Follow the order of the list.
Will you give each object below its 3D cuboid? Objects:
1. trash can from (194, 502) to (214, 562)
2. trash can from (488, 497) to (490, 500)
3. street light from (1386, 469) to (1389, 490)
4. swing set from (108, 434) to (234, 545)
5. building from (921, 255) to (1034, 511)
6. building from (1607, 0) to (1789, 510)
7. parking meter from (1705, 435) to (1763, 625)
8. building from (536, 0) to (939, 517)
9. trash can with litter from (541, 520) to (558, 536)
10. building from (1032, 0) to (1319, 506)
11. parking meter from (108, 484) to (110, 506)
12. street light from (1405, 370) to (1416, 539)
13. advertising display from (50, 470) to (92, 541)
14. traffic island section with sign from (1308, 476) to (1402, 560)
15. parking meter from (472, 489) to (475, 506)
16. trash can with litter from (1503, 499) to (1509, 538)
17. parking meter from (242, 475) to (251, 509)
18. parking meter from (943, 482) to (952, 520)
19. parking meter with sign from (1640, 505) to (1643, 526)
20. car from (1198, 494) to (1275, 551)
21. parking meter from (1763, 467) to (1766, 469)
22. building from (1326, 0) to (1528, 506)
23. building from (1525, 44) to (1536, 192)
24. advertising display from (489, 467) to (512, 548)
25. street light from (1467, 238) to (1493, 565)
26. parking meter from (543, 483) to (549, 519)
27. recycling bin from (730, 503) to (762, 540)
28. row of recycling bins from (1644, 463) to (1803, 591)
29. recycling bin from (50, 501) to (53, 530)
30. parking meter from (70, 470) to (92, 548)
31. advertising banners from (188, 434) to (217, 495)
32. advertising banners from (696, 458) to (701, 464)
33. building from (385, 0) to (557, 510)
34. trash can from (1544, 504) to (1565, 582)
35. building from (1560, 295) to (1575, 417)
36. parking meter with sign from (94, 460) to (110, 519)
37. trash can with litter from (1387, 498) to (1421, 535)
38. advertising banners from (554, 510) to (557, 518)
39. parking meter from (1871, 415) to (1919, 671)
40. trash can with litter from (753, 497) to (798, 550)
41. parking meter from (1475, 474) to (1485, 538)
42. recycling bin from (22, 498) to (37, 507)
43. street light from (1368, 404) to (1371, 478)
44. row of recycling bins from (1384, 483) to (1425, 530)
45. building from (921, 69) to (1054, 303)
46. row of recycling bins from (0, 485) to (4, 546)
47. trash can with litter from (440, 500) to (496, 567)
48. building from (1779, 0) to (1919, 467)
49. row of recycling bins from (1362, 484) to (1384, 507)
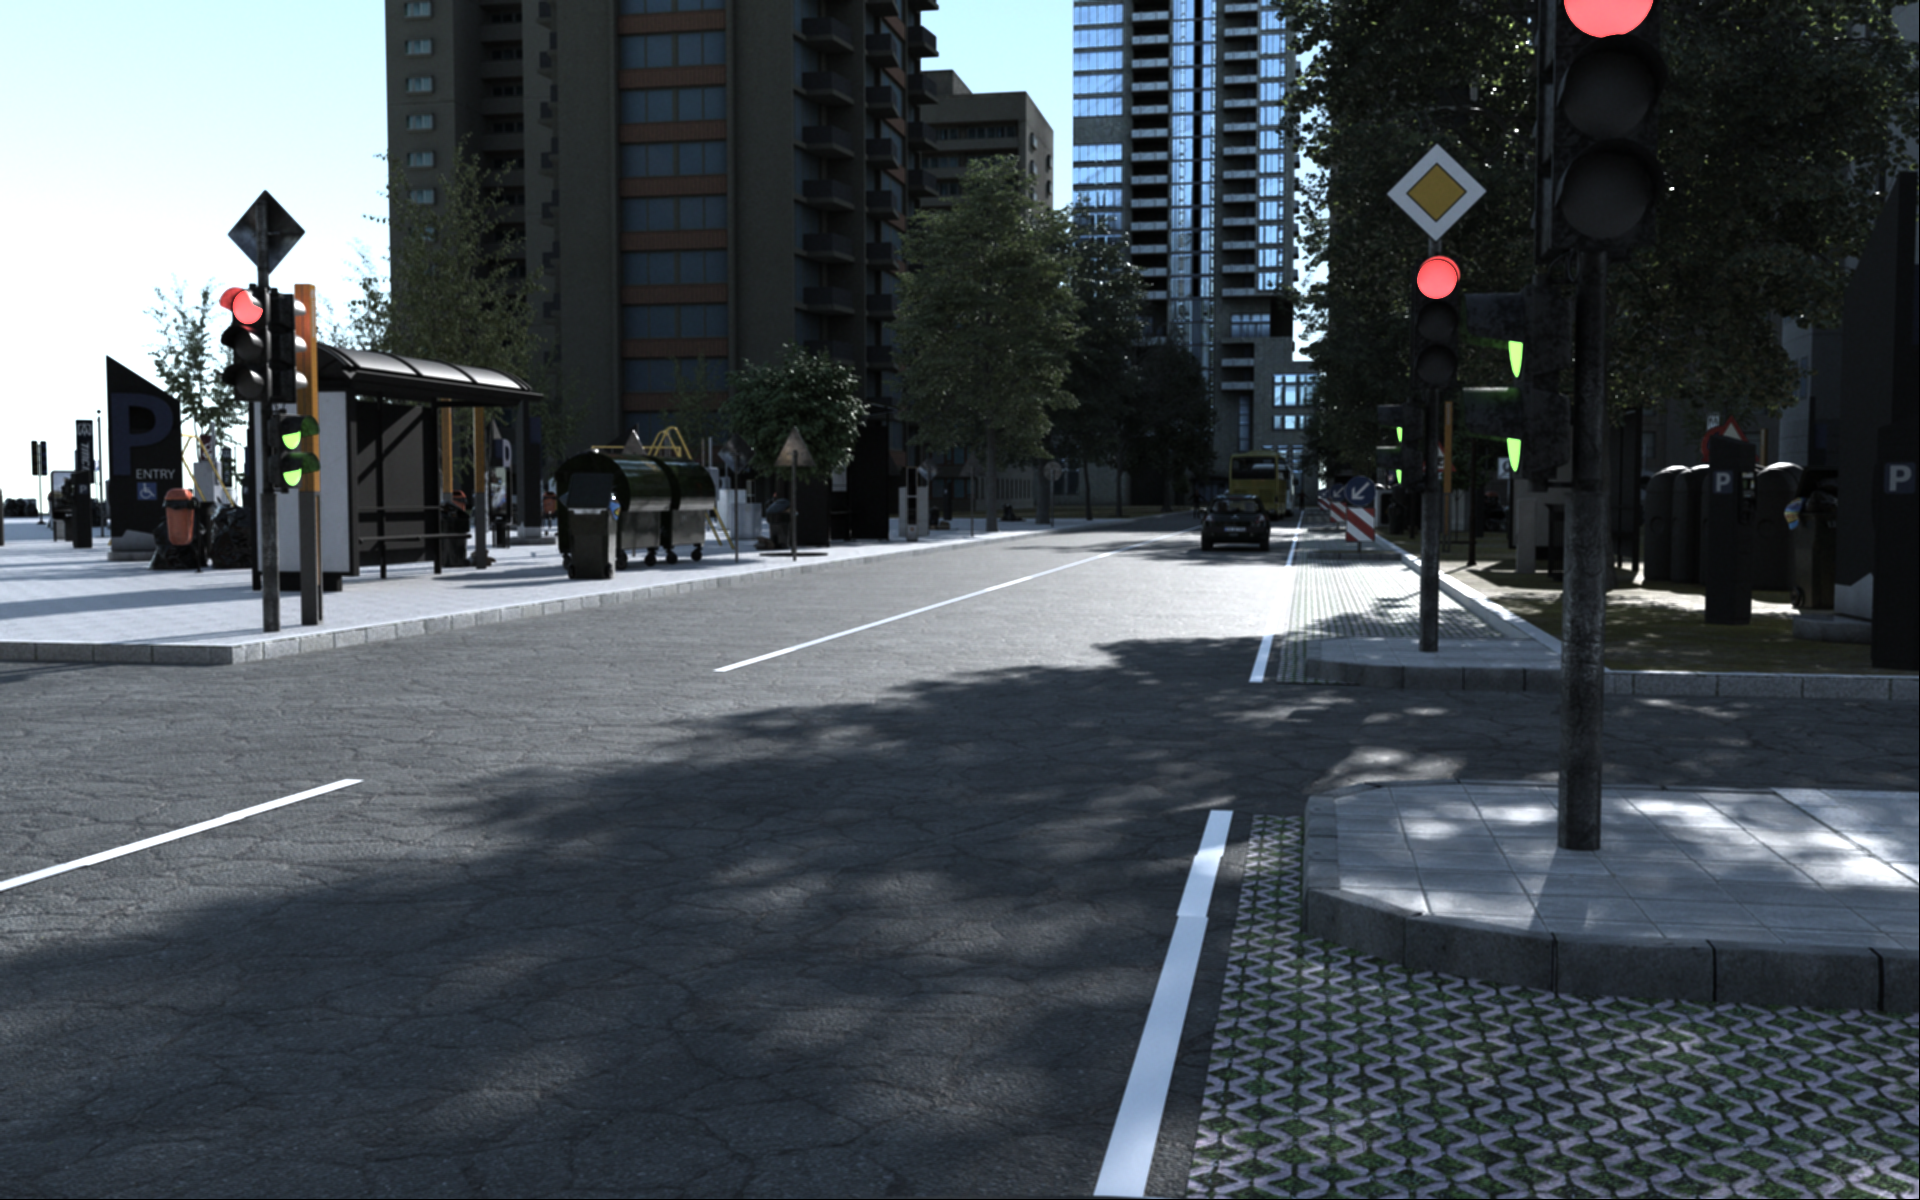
[{"bbox_3d":[-14.443,-1.285,32.664,0.748,1.137,0.748,0,3,0],"label":"trash can"},{"bbox_3d":[-21.544,-4.139,79.327,0.748,1.137,0.748,0,3,0],"label":"trash can"},{"bbox_3d":[16.842,-5.837,68.229,0.468,5.910,1.993,1,4,11],"label":"street light"},{"bbox_3d":[-20.137,-2.882,44.737,2.862,2.851,3.119,-1,4,-10],"label":"swing set"},{"bbox_3d":[-10.293,-18.275,143.837,28.899,21.520,27.650,1,4,11],"label":"building"},{"bbox_3d":[46.747,-25.985,108.454,14.154,41.232,14.086,1,4,11],"label":"building"},{"bbox_3d":[7.595,-0.694,17.056,0.255,1.863,0.399,-2,4,-29],"label":"parking meter"},{"bbox_3d":[-13.645,-27.752,108.366,22.147,44.769,28.867,1,4,11],"label":"building"},{"bbox_3d":[-12.126,-2.600,53.570,2.233,1.210,1.678,-1,4,-14],"label":"trash can with litter"},{"bbox_3d":[25.070,-53.976,195.171,31.000,86.520,22.319,1,4,11],"label":"building"},{"bbox_3d":[-18.728,-2.011,38.597,0.399,1.863,0.255,0,4,-5],"label":"parking meter"},{"bbox_3d":[13.024,-4.704,49.700,0.468,5.910,1.993,1,4,11],"label":"street light"},{"bbox_3d":[-24.252,-2.572,47.265,0.974,1.923,0.123,-3,4,-38],"label":"advertising display"},{"bbox_3d":[8.703,-1.811,38.239,1.989,1.847,2.006,1,4,11],"label":"traffic island section with sign"},{"bbox_3d":[-26.420,-5.270,94.580,0.372,1.533,0.369,0,3,0],"label":"parking meter"},{"bbox_3d":[15.204,-2.151,46.558,1.055,1.170,0.624,0,4,-4],"label":"trash can with litter"},{"bbox_3d":[-21.942,-2.920,53.459,0.399,1.863,0.255,2,4,29],"label":"parking meter"},{"bbox_3d":[-0.605,-4.816,84.450,0.255,1.863,0.399,-3,5,-43],"label":"parking meter"},{"bbox_3d":[26.631,-4.498,69.806,1.738,3.016,0.543,3,5,42],"label":"parking meter with sign"},{"bbox_3d":[7.163,-2.149,44.917,2.009,1.686,4.222,1,4,10],"label":"car"},{"bbox_3d":[15.733,-1.729,33.982,0.255,1.863,0.399,-3,5,-44],"label":"parking meter"},{"bbox_3d":[51.034,-45.965,189.786,20.611,71.187,20.563,1,4,11],"label":"building"},{"bbox_3d":[76.103,-36.733,189.828,27.495,52.752,28.713,1,4,11],"label":"building"},{"bbox_3d":[-10.936,-2.203,41.226,0.123,1.923,0.974,-3,4,-38],"label":"advertising display"},{"bbox_3d":[9.248,-3.568,31.120,0.468,5.910,1.993,1,4,11],"label":"street light"},{"bbox_3d":[-21.247,-5.100,89.100,0.255,1.863,0.399,2,4,34],"label":"parking meter"},{"bbox_3d":[-5.991,-2.198,48.497,0.722,1.027,0.722,1,4,11],"label":"recycling bin"},{"bbox_3d":[10.809,-1.064,24.506,1.069,1.692,3.534,0,4,-6],"label":"row of recycling bins"},{"bbox_3d":[-32.215,-3.043,62.300,0.722,1.027,0.722,0,4,-3],"label":"recycling bin"},{"bbox_3d":[-20.880,-2.167,41.134,0.255,1.863,0.399,3,5,40],"label":"parking meter"},{"bbox_3d":[-22.579,-3.313,50.351,0.090,3.025,2.074,3,5,41],"label":"advertising banners"},{"bbox_3d":[-13.376,-5.386,84.241,0.090,3.025,2.074,3,5,42],"label":"advertising banners"},{"bbox_3d":[-34.578,-32.209,150.314,21.600,48.544,21.300,1,4,11],"label":"building"},{"bbox_3d":[8.926,-0.837,25.332,0.748,1.137,0.748,0,3,0],"label":"trash can"},{"bbox_3d":[55.060,-28.990,128.605,22.147,44.769,28.867,1,4,11],"label":"building"},{"bbox_3d":[-43.497,-5.671,88.989,1.738,3.016,0.543,0,4,-6],"label":"parking meter with sign"},{"bbox_3d":[14.087,-2.661,54.898,1.055,1.170,0.624,1,4,21],"label":"trash can with litter"},{"bbox_3d":[-22.710,-6.002,94.320,2.074,3.025,0.090,-1,4,-9],"label":"advertising banners"},{"bbox_3d":[6.931,-0.428,12.707,0.255,1.863,0.399,-2,4,-34],"label":"parking meter"},{"bbox_3d":[-4.271,-1.752,40.031,0.624,1.170,1.055,2,4,30],"label":"trash can with litter"},{"bbox_3d":[15.261,-2.776,51.092,0.255,1.863,0.399,-1,4,-15],"label":"parking meter"},{"bbox_3d":[-53.181,-5.272,98.743,0.722,1.027,0.722,1,4,18],"label":"recycling bin"},{"bbox_3d":[20.525,-6.975,86.837,0.468,5.910,1.993,1,4,11],"label":"street light"},{"bbox_3d":[16.781,-3.451,63.545,1.069,1.692,3.534,2,4,33],"label":"row of recycling bins"},{"bbox_3d":[-1.019,-35.368,201.963,21.600,48.544,21.300,1,4,11],"label":"building"},{"bbox_3d":[-24.795,-2.247,43.849,1.069,1.692,3.534,-2,4,-29],"label":"row of recycling bins"},{"bbox_3d":[-8.796,-1.177,30.632,0.624,1.170,1.055,3,5,39],"label":"trash can with litter"},{"bbox_3d":[41.074,-31.700,60.302,21.231,58.520,28.212,1,4,11],"label":"building"},{"bbox_3d":[18.687,-3.971,72.036,3.534,1.692,1.069,2,4,30],"label":"row of recycling bins"}]
